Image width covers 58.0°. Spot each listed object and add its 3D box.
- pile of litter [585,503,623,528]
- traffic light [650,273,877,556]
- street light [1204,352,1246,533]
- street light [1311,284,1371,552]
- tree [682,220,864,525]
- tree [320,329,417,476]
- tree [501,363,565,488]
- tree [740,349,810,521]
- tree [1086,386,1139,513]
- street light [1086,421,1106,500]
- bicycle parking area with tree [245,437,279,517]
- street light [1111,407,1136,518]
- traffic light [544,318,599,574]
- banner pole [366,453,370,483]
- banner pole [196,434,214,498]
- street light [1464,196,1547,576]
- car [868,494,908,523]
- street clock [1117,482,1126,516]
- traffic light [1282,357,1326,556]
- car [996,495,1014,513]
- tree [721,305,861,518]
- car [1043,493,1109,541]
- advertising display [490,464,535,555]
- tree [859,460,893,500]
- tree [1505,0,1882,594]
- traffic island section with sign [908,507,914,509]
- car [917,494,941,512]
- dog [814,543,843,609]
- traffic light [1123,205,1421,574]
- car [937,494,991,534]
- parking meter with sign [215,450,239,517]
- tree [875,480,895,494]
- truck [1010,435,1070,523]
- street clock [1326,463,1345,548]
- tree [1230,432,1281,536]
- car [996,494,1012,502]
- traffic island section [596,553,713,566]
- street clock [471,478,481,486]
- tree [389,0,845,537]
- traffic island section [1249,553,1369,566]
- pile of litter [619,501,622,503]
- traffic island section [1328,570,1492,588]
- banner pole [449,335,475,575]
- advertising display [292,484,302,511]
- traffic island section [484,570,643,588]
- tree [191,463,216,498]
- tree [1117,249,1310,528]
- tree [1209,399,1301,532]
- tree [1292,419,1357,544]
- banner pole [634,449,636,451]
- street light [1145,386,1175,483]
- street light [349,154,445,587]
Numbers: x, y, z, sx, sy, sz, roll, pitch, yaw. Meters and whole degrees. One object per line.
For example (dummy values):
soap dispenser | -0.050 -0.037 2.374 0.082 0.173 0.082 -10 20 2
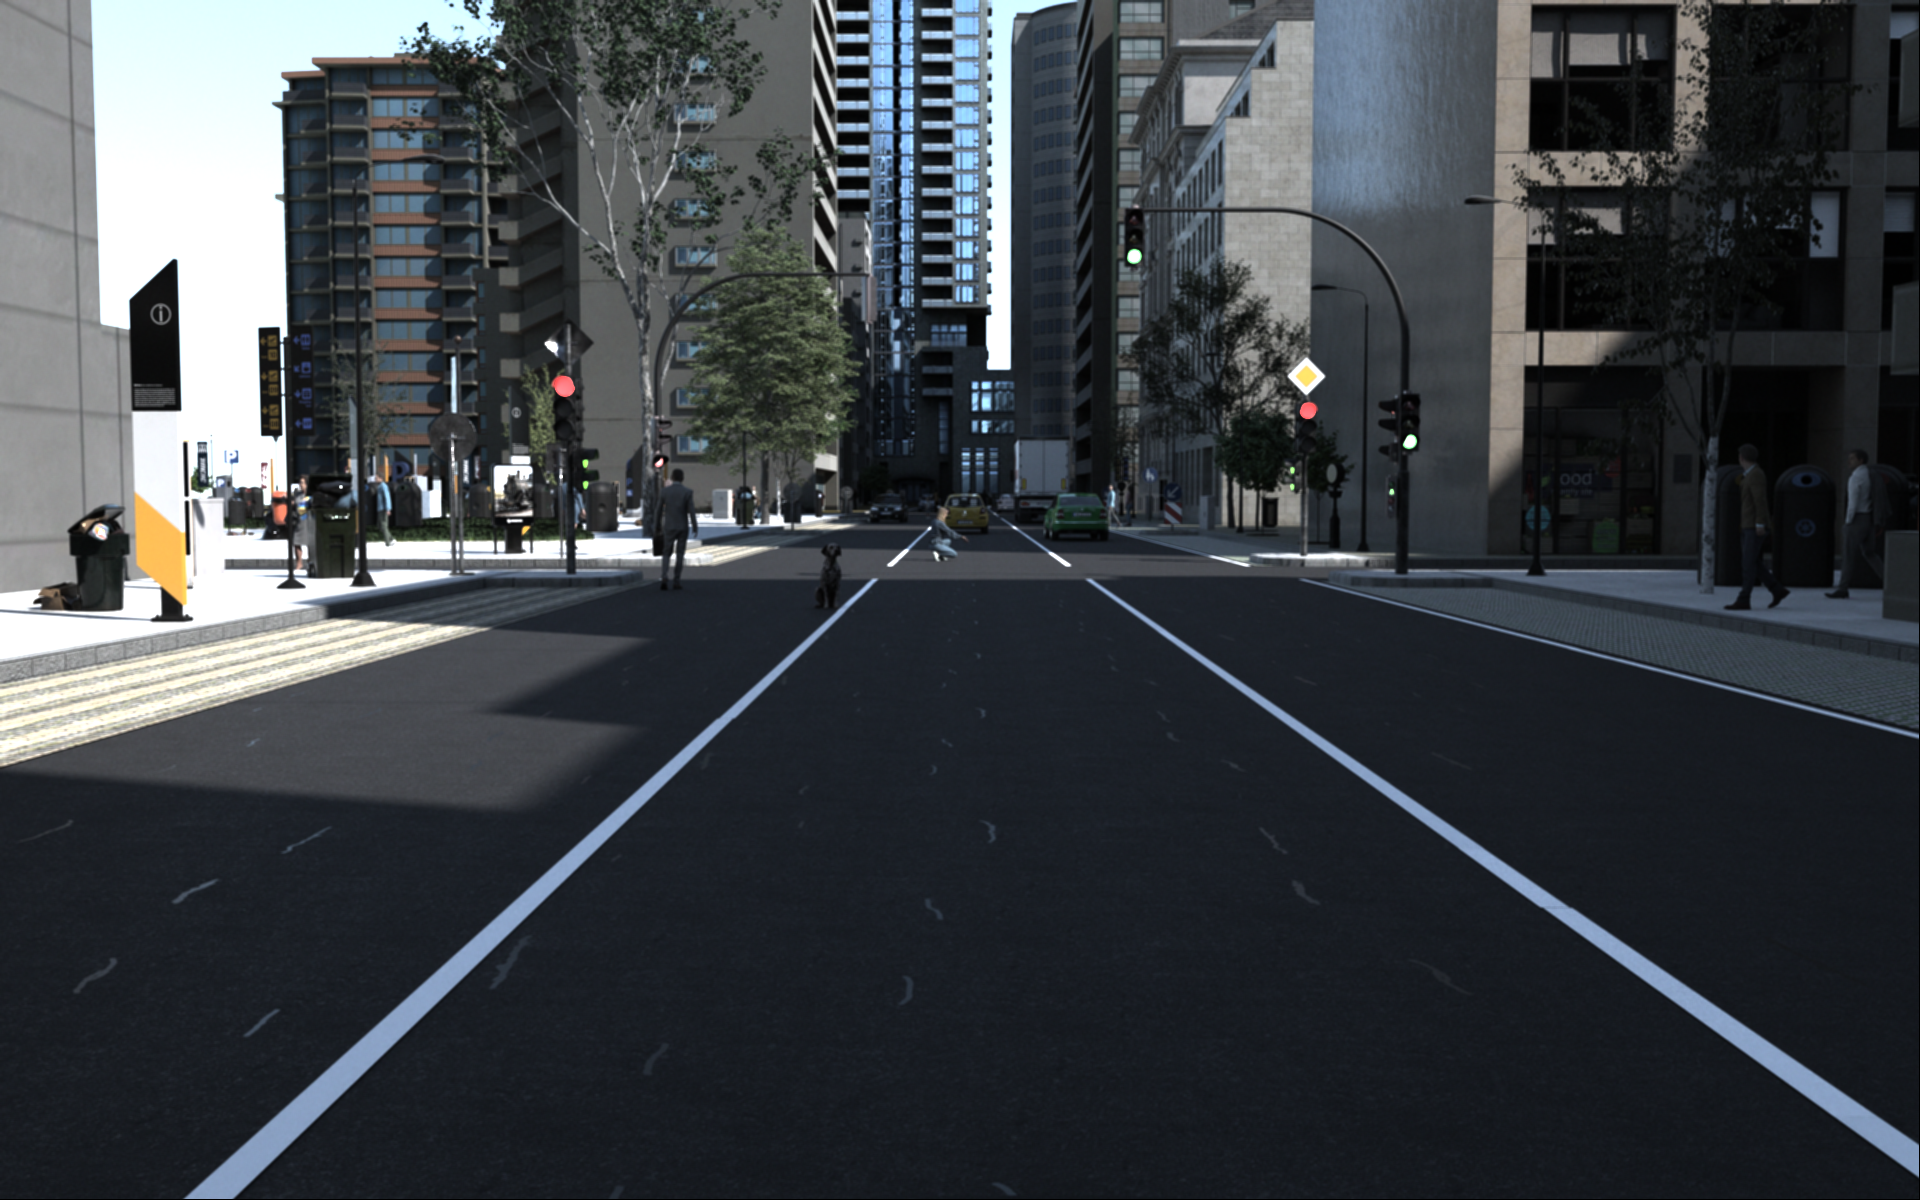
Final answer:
pile of litter | -13.778 -3.197 66.233 1.719 0.858 1.176 -1 4 -14
traffic light | -4.097 -3.731 35.676 4.771 5.953 1.251 0 4 0
street light | 8.705 -5.158 56.874 1.470 5.913 1.316 0 4 0
street light | 8.468 -4.035 38.520 1.470 5.913 1.316 0 4 0
tree | -7.776 -9.435 72.382 7.486 12.596 7.792 0 3 0
tree | -26.933 -7.824 78.289 4.360 8.622 3.978 0 3 0
tree | -23.241 -8.946 96.622 4.737 8.622 4.395 0 3 0
tree | -8.585 -8.013 81.368 4.360 8.622 3.978 0 3 0
tree | 10.514 -10.121 115.838 4.360 8.622 3.978 0 3 0
street light | 8.761 -8.453 110.755 1.470 5.913 1.316 0 4 0
bicycle parking area with tree | -33.820 -5.615 78.808 8.231 4.147 9.016 1 4 11
street light | 8.731 -7.334 92.456 1.470 5.913 1.316 0 4 0
traffic light | -6.220 -2.370 27.664 0.839 4.253 0.868 0 4 0
banner pole | -32.246 -6.386 94.425 0.401 3.779 0.863 -1 4 -8
banner pole | -31.405 -5.028 72.232 0.863 3.779 0.401 0 4 2
street light | 8.551 -3.340 27.142 1.470 5.913 1.316 0 4 0
car | -3.580 -4.747 87.407 2.009 1.686 4.222 0 4 2
street clock | 9.428 -5.905 101.119 0.471 2.002 0.358 -2 4 -27
traffic light | 7.072 -2.856 35.614 0.839 4.253 0.868 0 4 0
car | 3.740 -7.241 130.752 2.083 1.381 4.827 0 4 2
tree | -9.275 -10.314 94.391 9.928 11.665 9.643 0 3 0
car | 3.639 -2.804 54.650 1.959 1.807 4.718 0 4 -1
advertising display | -9.547 -1.943 36.984 0.974 1.923 0.123 -3 5 -43
tree | -8.140 -11.190 166.664 4.285 4.588 4.351 0 3 0
tree | 9.543 -4.398 22.274 4.360 8.622 3.978 0 3 0
traffic island section with sign | -5.414 -9.533 164.497 1.989 1.847 2.006 0 4 0
car | -2.521 -8.059 143.774 2.014 1.417 4.499 0 4 2
dog | -1.574 -0.311 21.914 0.513 0.831 0.800 2 4 25
traffic light | 4.949 -3.231 27.496 4.771 5.953 1.251 0 4 0
car | 0.158 -3.255 63.448 2.015 1.641 3.980 0 4 -1
parking meter with sign | -28.559 -4.337 67.179 0.543 3.016 1.738 0 4 -1
tree | -7.773 -11.629 184.735 1.663 3.219 1.824 0 3 0
truck | 4.046 -6.074 88.226 2.839 4.237 11.283 0 4 1
street clock | 8.855 -2.221 40.885 0.358 2.002 0.471 -1 4 -21
tree | 9.458 -3.612 53.651 1.663 3.219 1.824 0 3 0
car | 4.104 -8.375 148.932 2.014 1.417 4.499 0 3 0
traffic island section | -6.229 -0.826 35.784 2.009 0.180 2.903 0 4 0
street clock | -21.363 -4.387 76.300 0.471 2.002 0.358 2 4 27
tree | -9.742 -11.834 49.376 12.611 20.169 13.585 0 3 0
traffic island section | 7.112 -0.822 35.728 2.009 0.180 2.903 0 4 0
pile of litter | -21.337 -5.712 107.354 1.176 0.858 1.719 0 4 -3
traffic island section | 7.081 -0.334 27.743 2.009 0.180 2.903 0 4 0
banner pole | -8.031 -2.302 27.661 0.401 3.779 0.863 -2 4 -26
advertising display | -40.848 -6.202 106.609 0.974 1.923 0.123 -3 5 -44
traffic island section | -6.260 -0.338 27.799 2.009 0.180 2.903 0 4 0
tree | -40.868 -6.041 93.369 1.663 3.219 1.824 0 3 0
tree | 10.278 -8.010 65.383 8.767 10.594 7.601 0 4 1
tree | 10.304 -4.649 59.732 4.285 4.588 4.351 0 3 0
tree | 9.392 -3.063 44.681 1.663 3.219 1.824 0 3 0
banner pole | -17.866 -6.520 96.615 0.863 3.779 0.401 -1 4 -14
street light | 8.651 -6.235 74.486 1.470 5.913 1.316 0 4 0
street light | -7.738 -3.137 23.839 1.470 5.913 1.316 0 4 0
